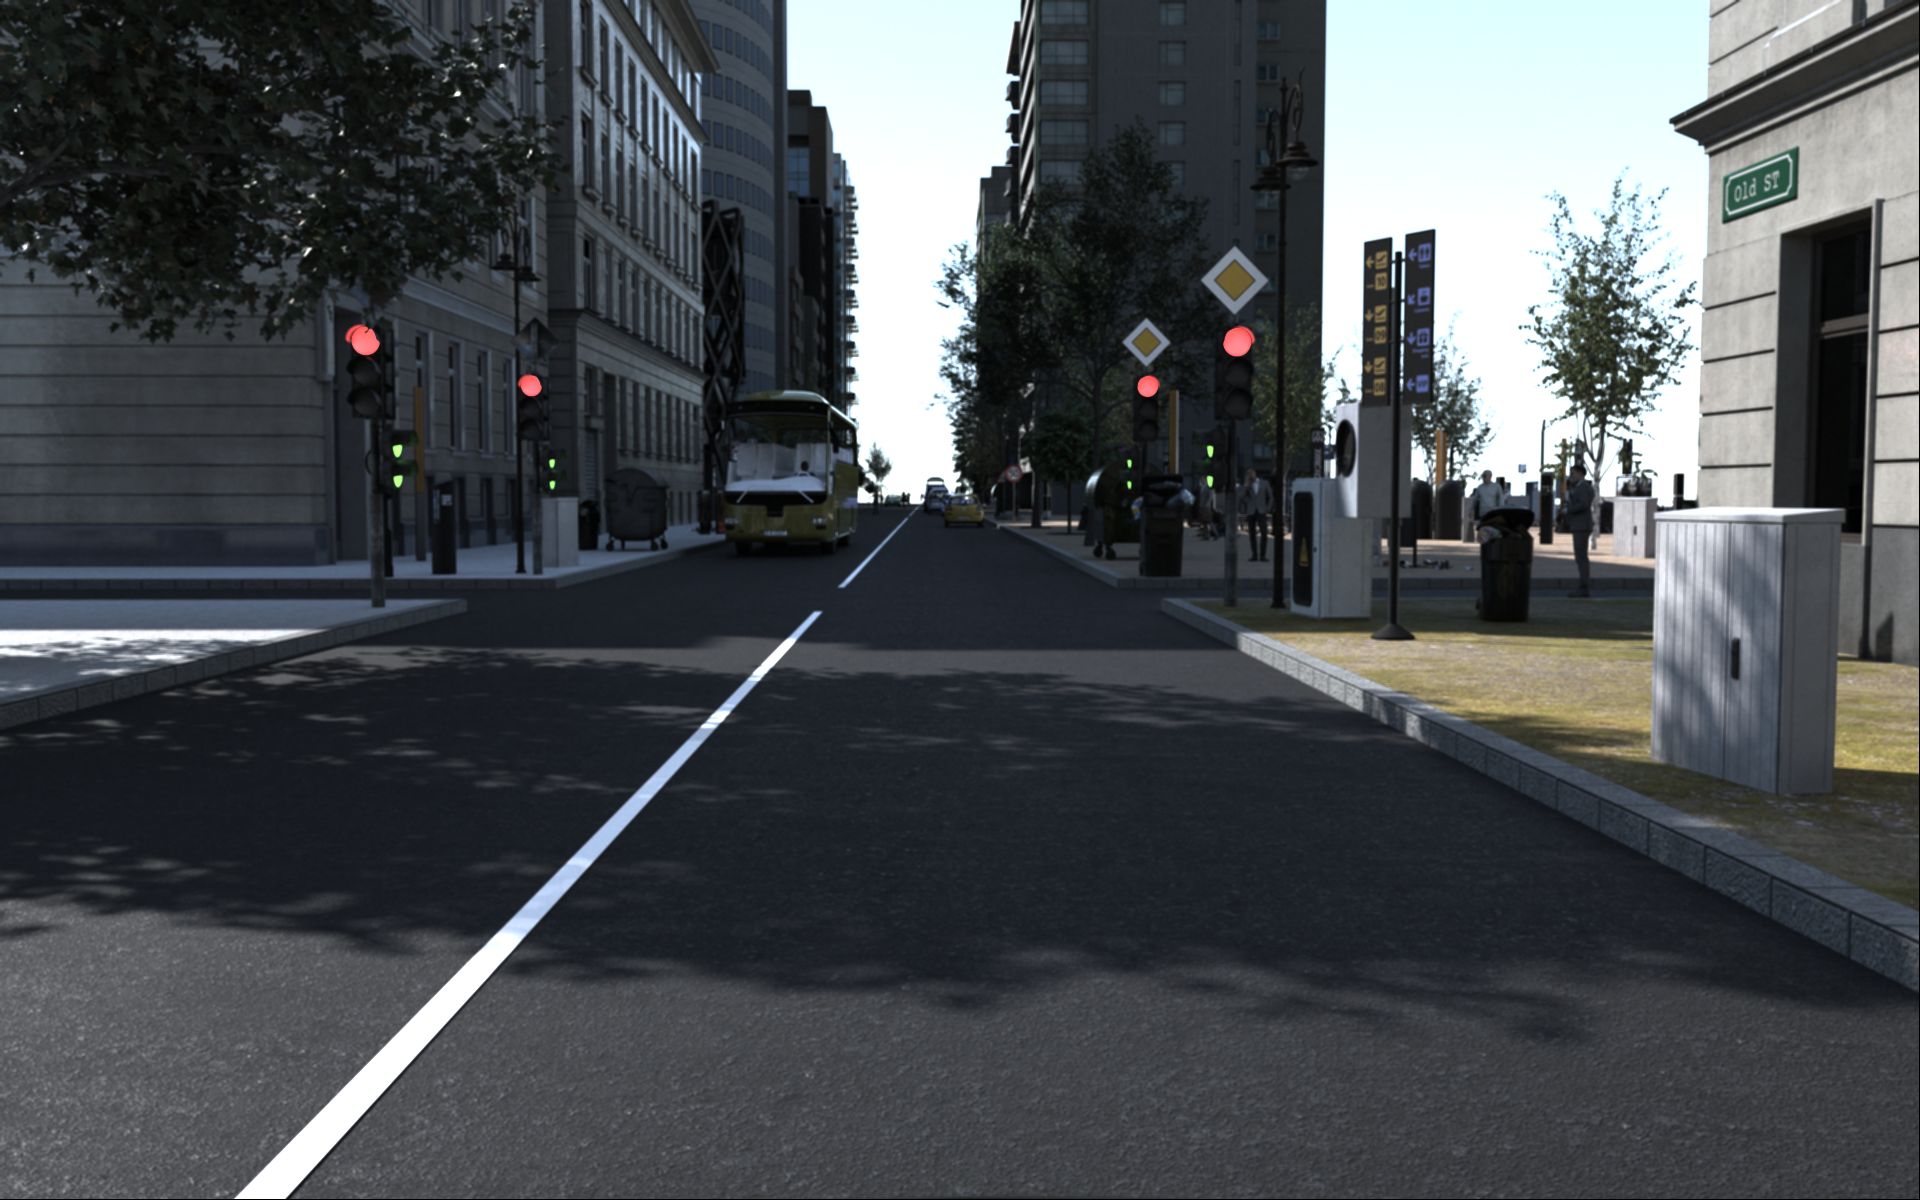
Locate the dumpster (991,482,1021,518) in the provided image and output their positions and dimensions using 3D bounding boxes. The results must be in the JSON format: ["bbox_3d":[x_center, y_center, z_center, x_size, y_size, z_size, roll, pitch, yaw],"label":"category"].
[{"bbox_3d":[2.421,-5.383,90.507,1.502,2.255,1.985,0,4,-1],"label":"dumpster"}]

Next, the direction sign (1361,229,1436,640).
[{"bbox_3d":[3.836,-1.422,15.246,0.379,3.537,0.876,-2,4,-28],"label":"direction sign"}]

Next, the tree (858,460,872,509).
[{"bbox_3d":[-9.400,-10.168,149.955,4.285,4.588,4.351,0,3,0],"label":"tree"}]

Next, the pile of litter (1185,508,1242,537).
[{"bbox_3d":[7.637,-2.341,52.246,1.719,0.858,1.176,1,4,12],"label":"pile of litter"}]

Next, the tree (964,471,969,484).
[{"bbox_3d":[1.983,-10.139,149.481,4.285,4.588,4.351,0,3,0],"label":"tree"}]

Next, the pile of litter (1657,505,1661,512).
[{"bbox_3d":[30.382,-3.738,75.088,1.719,0.858,1.176,0,4,-3],"label":"pile of litter"}]

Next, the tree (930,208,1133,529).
[{"bbox_3d":[2.775,-8.480,64.405,9.928,11.665,9.643,0,3,0],"label":"tree"}]

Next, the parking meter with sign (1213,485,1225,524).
[{"bbox_3d":[10.821,-4.661,72.464,0.543,3.016,1.738,0,4,2],"label":"parking meter with sign"}]

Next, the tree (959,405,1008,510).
[{"bbox_3d":[2.399,-11.670,141.167,4.360,8.622,3.978,0,3,0],"label":"tree"}]

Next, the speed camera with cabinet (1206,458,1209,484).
[{"bbox_3d":[13.694,-6.153,94.942,0.660,3.252,2.038,1,4,10],"label":"speed camera with cabinet"}]

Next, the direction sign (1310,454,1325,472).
[{"bbox_3d":[20.141,-6.461,97.640,0.876,3.537,0.379,0,4,-8],"label":"direction sign"}]

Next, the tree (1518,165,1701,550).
[{"bbox_3d":[14.805,-5.482,39.988,4.737,8.622,4.395,0,3,0],"label":"tree"}]

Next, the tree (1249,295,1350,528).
[{"bbox_3d":[12.382,-7.019,65.116,4.737,8.622,4.395,0,3,0],"label":"tree"}]

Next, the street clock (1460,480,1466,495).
[{"bbox_3d":[26.670,-5.360,92.212,0.471,2.002,0.358,-2,4,-35],"label":"street clock"}]

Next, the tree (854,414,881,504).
[{"bbox_3d":[-8.852,-10.361,119.766,4.737,8.622,4.395,0,3,0],"label":"tree"}]

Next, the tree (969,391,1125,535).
[{"bbox_3d":[3.426,-4.374,55.235,4.285,4.588,4.351,0,3,0],"label":"tree"}]

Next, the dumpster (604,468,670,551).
[{"bbox_3d":[-7.362,-2.059,39.422,1.264,1.857,1.865,0,4,-1],"label":"dumpster"}]

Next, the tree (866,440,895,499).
[{"bbox_3d":[-10.864,-17.314,233.450,4.360,8.622,3.978,0,3,0],"label":"tree"}]

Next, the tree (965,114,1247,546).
[{"bbox_3d":[3.535,-6.603,42.372,7.601,10.594,8.767,0,4,8],"label":"tree"}]

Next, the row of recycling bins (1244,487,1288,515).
[{"bbox_3d":[17.695,-5.706,100.413,3.534,1.692,1.069,-2,4,-28],"label":"row of recycling bins"}]

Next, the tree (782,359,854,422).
[{"bbox_3d":[-8.624,-8.835,94.819,4.737,8.622,4.395,0,3,0],"label":"tree"}]

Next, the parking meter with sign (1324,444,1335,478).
[{"bbox_3d":[12.408,-3.887,59.817,0.543,3.016,1.738,2,4,29],"label":"parking meter with sign"}]

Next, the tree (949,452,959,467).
[{"bbox_3d":[1.117,-16.305,216.943,4.360,8.622,3.978,0,3,0],"label":"tree"}]

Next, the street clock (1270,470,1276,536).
[{"bbox_3d":[9.609,-2.943,52.684,0.358,2.002,0.471,2,4,26],"label":"street clock"}]

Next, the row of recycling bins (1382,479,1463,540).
[{"bbox_3d":[12.775,-2.590,49.461,1.069,1.692,3.534,-3,5,-40],"label":"row of recycling bins"}]

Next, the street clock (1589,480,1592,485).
[{"bbox_3d":[32.036,-5.101,87.969,0.471,2.002,0.358,2,4,23],"label":"street clock"}]

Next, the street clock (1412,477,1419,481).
[{"bbox_3d":[19.479,-4.251,74.081,0.358,2.002,0.471,2,4,24],"label":"street clock"}]

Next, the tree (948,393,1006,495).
[{"bbox_3d":[2.035,-16.673,190.736,7.486,12.596,7.792,0,3,0],"label":"tree"}]

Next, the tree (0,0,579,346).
[{"bbox_3d":[-8.066,-5.866,12.918,9.611,12.733,9.660,0,3,0],"label":"tree"}]

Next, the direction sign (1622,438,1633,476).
[{"bbox_3d":[27.041,-4.785,70.230,0.876,3.537,0.379,-3,5,-44],"label":"direction sign"}]

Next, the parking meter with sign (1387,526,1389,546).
[{"bbox_3d":[10.836,-2.844,42.753,0.543,3.016,1.738,1,4,19],"label":"parking meter with sign"}]

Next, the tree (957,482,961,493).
[{"bbox_3d":[0.306,-12.828,204.336,1.663,3.219,1.824,0,3,0],"label":"tree"}]

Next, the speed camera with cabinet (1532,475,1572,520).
[{"bbox_3d":[29.007,-5.528,84.711,2.038,3.252,0.660,-1,4,-21],"label":"speed camera with cabinet"}]

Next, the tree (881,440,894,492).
[{"bbox_3d":[-10.437,-16.606,221.875,4.737,8.622,4.395,0,3,0],"label":"tree"}]

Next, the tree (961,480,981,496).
[{"bbox_3d":[1.562,-10.220,161.691,1.663,3.219,1.824,0,3,0],"label":"tree"}]

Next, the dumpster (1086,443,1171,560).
[{"bbox_3d":[3.311,-1.940,34.217,1.502,2.255,1.985,0,4,-1],"label":"dumpster"}]

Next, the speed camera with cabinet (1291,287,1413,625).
[{"bbox_3d":[3.891,-1.407,17.344,0.660,3.252,2.038,0,4,-6],"label":"speed camera with cabinet"}]

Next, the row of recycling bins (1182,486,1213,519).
[{"bbox_3d":[11.776,-4.975,88.450,3.534,1.692,1.069,0,4,-3],"label":"row of recycling bins"}]

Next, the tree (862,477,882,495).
[{"bbox_3d":[-11.063,-13.382,213.401,1.663,3.219,1.824,0,3,0],"label":"tree"}]

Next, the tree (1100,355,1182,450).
[{"bbox_3d":[7.952,-7.812,78.095,4.737,8.622,4.395,0,3,0],"label":"tree"}]

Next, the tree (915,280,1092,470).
[{"bbox_3d":[2.658,-11.505,98.475,12.009,13.543,11.850,0,3,0],"label":"tree"}]

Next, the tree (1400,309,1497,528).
[{"bbox_3d":[17.729,-7.003,64.860,4.360,8.622,3.978,0,3,0],"label":"tree"}]

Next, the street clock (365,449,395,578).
[{"bbox_3d":[-8.874,-1.350,26.649,0.471,2.002,0.358,2,4,23],"label":"street clock"}]

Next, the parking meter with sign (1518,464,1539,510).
[{"bbox_3d":[32.505,-6.251,98.468,0.543,3.016,1.738,-1,4,-21],"label":"parking meter with sign"}]

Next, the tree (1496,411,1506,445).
[{"bbox_3d":[29.541,-9.214,101.011,4.360,8.622,3.978,0,3,0],"label":"tree"}]

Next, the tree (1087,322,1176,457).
[{"bbox_3d":[7.385,-7.462,72.362,4.360,8.622,3.978,0,3,0],"label":"tree"}]
